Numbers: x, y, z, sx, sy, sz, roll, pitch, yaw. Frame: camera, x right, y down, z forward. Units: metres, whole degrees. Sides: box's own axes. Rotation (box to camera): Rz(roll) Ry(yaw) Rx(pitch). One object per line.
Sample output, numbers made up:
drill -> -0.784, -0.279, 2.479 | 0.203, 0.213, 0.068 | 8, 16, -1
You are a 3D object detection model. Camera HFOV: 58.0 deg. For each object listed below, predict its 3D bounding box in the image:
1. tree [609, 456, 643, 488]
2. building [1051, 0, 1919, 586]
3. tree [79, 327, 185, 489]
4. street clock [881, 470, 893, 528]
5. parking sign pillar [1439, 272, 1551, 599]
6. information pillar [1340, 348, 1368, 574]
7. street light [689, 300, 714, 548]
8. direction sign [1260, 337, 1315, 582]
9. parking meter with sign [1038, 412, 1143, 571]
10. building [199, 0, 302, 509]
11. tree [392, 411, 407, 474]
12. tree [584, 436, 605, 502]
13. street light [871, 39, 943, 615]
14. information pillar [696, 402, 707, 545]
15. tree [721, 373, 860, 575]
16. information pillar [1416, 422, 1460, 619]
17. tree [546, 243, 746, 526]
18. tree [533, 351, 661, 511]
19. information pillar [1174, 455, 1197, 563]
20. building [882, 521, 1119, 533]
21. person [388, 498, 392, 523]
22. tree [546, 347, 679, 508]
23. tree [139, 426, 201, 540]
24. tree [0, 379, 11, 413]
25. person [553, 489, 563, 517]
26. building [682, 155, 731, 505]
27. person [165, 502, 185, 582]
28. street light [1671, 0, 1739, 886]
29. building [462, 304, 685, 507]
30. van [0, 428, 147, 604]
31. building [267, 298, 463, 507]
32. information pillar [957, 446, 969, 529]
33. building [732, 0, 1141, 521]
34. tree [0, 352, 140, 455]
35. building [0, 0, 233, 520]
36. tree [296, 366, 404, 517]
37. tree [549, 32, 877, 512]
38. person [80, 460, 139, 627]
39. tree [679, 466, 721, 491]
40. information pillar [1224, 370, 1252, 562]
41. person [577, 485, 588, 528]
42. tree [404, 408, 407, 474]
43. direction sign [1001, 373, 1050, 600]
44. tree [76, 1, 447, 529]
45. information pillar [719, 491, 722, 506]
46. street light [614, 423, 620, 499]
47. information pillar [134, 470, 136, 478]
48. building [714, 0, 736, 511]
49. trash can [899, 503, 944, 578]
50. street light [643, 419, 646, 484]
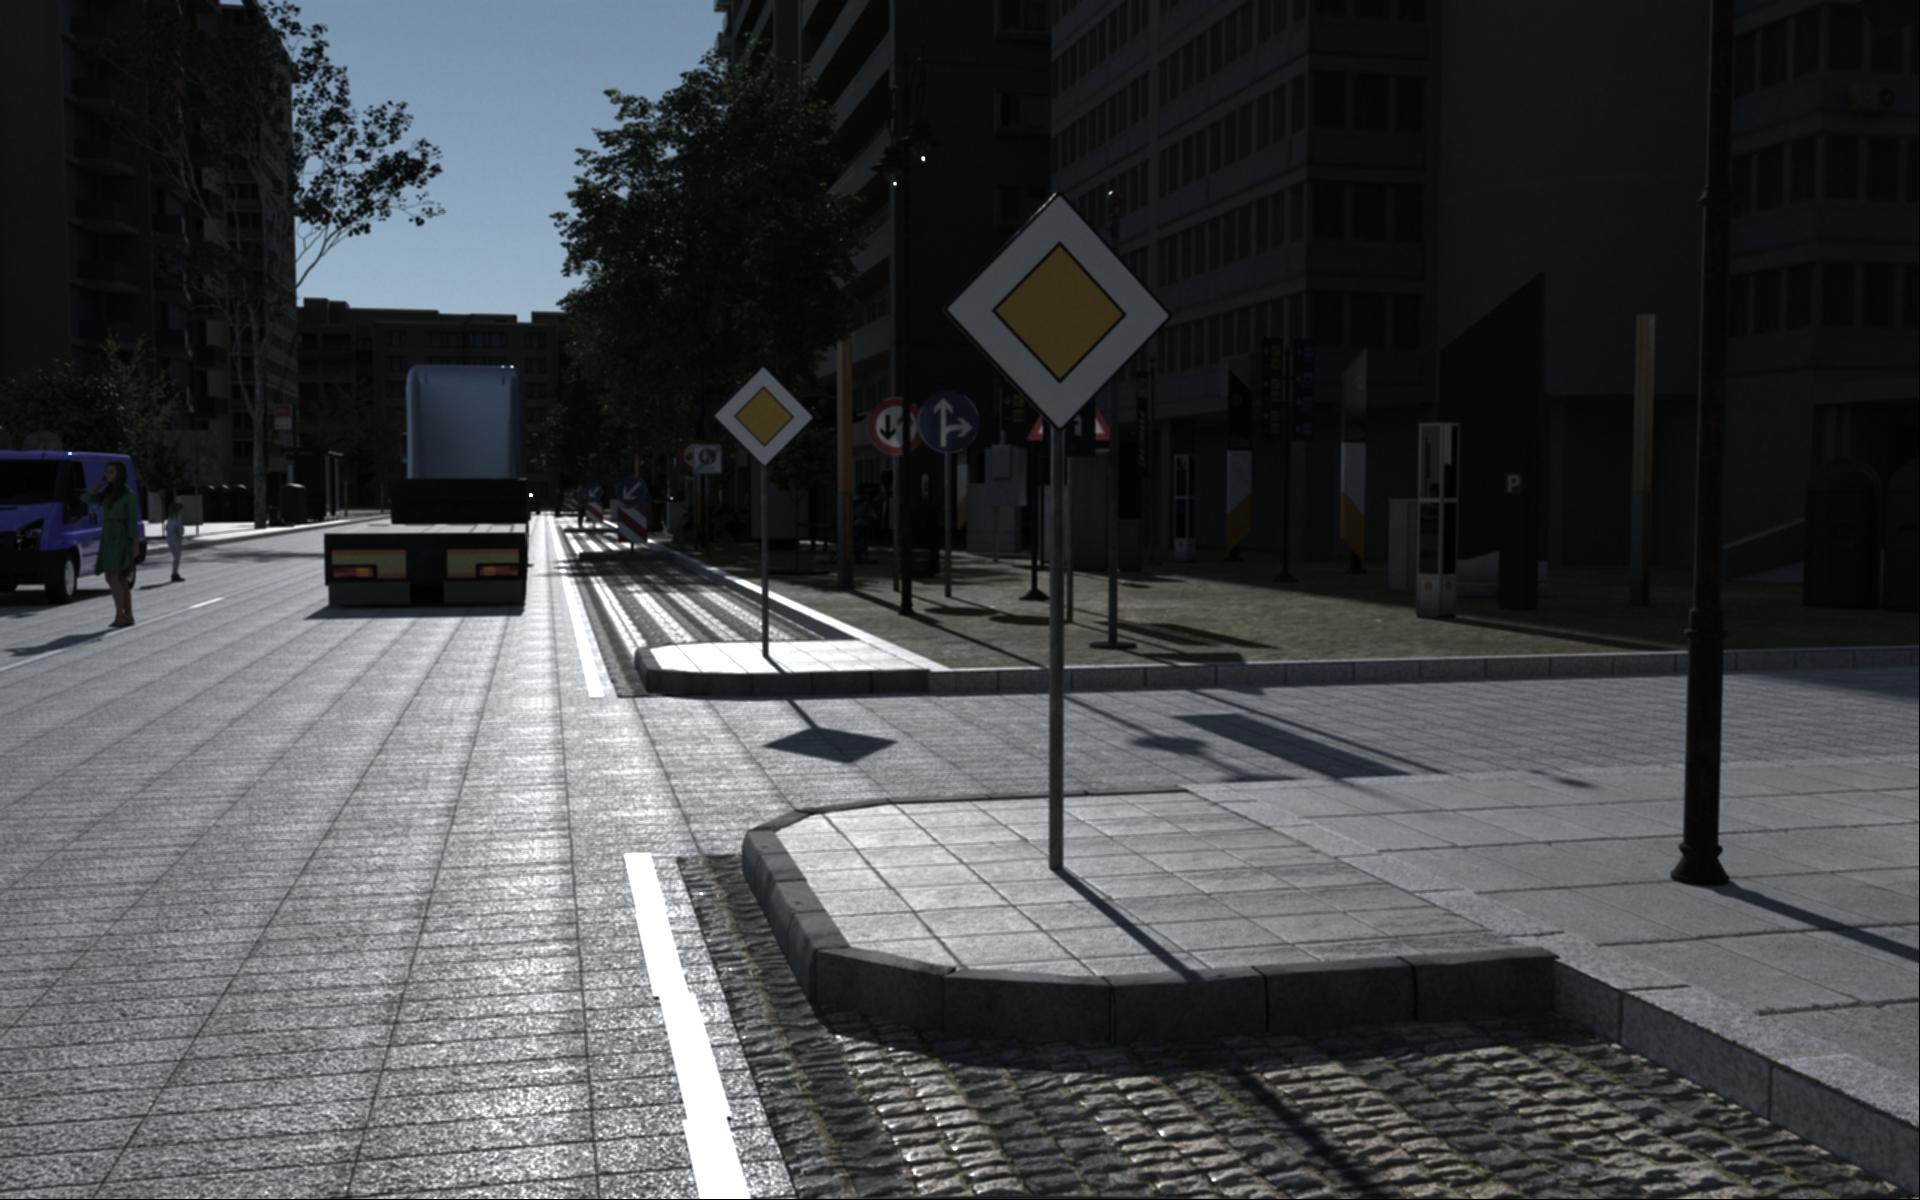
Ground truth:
tree -> -15.176, -5.157, 78.924 | 1.663, 3.219, 1.824 | 0, 3, 0
building -> 16.048, -21.276, 39.742 | 23.993, 40.220, 32.217 | -1, 4, -13
tree -> -37.196, -7.783, 77.607 | 4.360, 8.622, 3.978 | 0, 3, 0
street clock -> -2.146, -2.858, 51.294 | 0.358, 2.002, 0.471 | 2, 4, 23
parking sign pillar -> 6.693, -2.034, 21.725 | 1.447, 3.967, 1.447 | 3, 5, 41
information pillar -> 6.329, -2.231, 27.826 | 0.504, 3.616, 0.183 | -2, 4, -33
street light -> -6.147, -4.190, 41.289 | 0.468, 5.910, 1.993 | -1, 4, -13
direction sign -> 4.761, -2.034, 25.250 | 0.876, 3.537, 0.379 | -1, 4, -20
parking meter with sign -> 2.185, -2.001, 28.978 | 1.738, 3.016, 0.543 | 1, 4, 15
building -> -62.608, -26.728, 128.885 | 23.993, 40.220, 32.217 | -1, 4, -13
tree -> -46.382, -12.052, 147.406 | 4.360, 8.622, 3.978 | 0, 3, 0
tree -> -31.939, -12.229, 150.301 | 4.360, 8.622, 3.978 | 0, 3, 0
street light -> -0.566, -2.779, 18.225 | 0.468, 5.910, 1.993 | -1, 4, -13
information pillar -> -6.567, -3.211, 43.859 | 0.183, 3.616, 0.504 | 1, 4, 9
tree -> -2.628, -2.022, 27.665 | 1.663, 3.219, 1.824 | 0, 3, 0
information pillar -> 4.952, -0.823, 17.951 | 0.304, 2.012, 0.304 | -3, 5, -40
tree -> -12.286, -8.841, 70.305 | 9.928, 11.665, 9.643 | 0, 3, 0
tree -> -27.610, -13.137, 131.793 | 9.611, 12.733, 9.660 | 0, 3, 0
information pillar -> 4.215, -1.710, 32.444 | 0.304, 2.012, 0.304 | 3, 4, 38
building -> 5.841, -27.096, 66.721 | 21.300, 48.544, 21.600 | -1, 4, -13
person -> -25.190, -4.185, 77.119 | 0.583, 1.804, 0.606 | 1, 4, 14
tree -> -19.726, -10.233, 101.723 | 7.601, 10.594, 8.767 | 2, 4, 29
tree -> -22.558, -3.315, 48.805 | 1.663, 3.219, 1.824 | 0, 3, 0
tree -> -44.677, -7.740, 76.909 | 4.360, 8.622, 3.978 | 0, 3, 0
person -> -25.100, -6.066, 108.237 | 0.434, 1.755, 0.990 | -3, 5, -41
building -> -17.046, -23.134, 149.944 | 14.160, 30.474, 14.107 | -1, 4, -13
person -> -12.816, -0.951, 28.329 | 0.425, 1.301, 0.394 | 1, 4, 19
street light -> 2.459, -2.006, 5.578 | 0.468, 5.910, 1.993 | -1, 4, -13
building -> -38.528, -21.101, 190.044 | 28.899, 21.520, 27.650 | -1, 4, -13
van -> -12.917, -1.204, 24.063 | 2.240, 2.365, 5.245 | -1, 4, -13
building -> -66.836, -20.742, 184.177 | 28.899, 21.520, 27.650 | -1, 4, -13
information pillar -> 0.083, -3.478, 48.223 | 0.183, 3.616, 0.504 | -2, 4, -35
building -> -1.761, -29.343, 103.466 | 21.300, 48.544, 21.600 | -1, 4, -13
tree -> -20.737, -3.443, 40.001 | 4.285, 4.588, 4.351 | 0, 3, 0
building -> -52.969, -26.858, 93.759 | 22.147, 44.769, 28.867 | -1, 4, -13
tree -> -35.351, -9.084, 98.890 | 4.737, 8.622, 4.395 | 0, 3, 0
tree -> -7.199, -8.722, 49.262 | 9.857, 13.997, 8.962 | 0, 3, 0
person -> -9.014, -0.601, 18.572 | 0.600, 1.795, 0.529 | 1, 4, 10
tree -> -7.978, -3.766, 56.176 | 1.663, 3.219, 1.824 | 0, 3, 0
information pillar -> 5.297, -2.542, 32.917 | 0.504, 3.616, 0.183 | -1, 4, -18
person -> -15.497, -3.825, 71.229 | 0.526, 1.800, 0.537 | 3, 5, 45
tree -> -38.903, -10.178, 116.780 | 4.737, 8.622, 4.395 | 0, 3, 0
direction sign -> 0.905, -1.771, 20.957 | 0.876, 3.537, 0.379 | 2, 4, 25
tree -> -25.124, -12.787, 64.957 | 12.611, 20.169, 13.585 | 0, 3, 0
information pillar -> -12.260, -5.881, 87.506 | 0.504, 3.616, 0.183 | 2, 4, 27
street light -> -17.146, -6.972, 86.780 | 0.468, 5.910, 1.993 | -1, 4, -13
information pillar -> -24.841, -2.895, 51.826 | 0.304, 2.012, 0.304 | -1, 4, -10
building -> -6.299, -31.160, 129.080 | 23.786, 49.044, 30.456 | -1, 4, -13
trash can -> -0.618, -0.920, 26.693 | 0.748, 1.137, 0.748 | 0, 3, 0
street light -> -11.680, -5.582, 64.058 | 0.468, 5.910, 1.993 | -1, 4, -13
